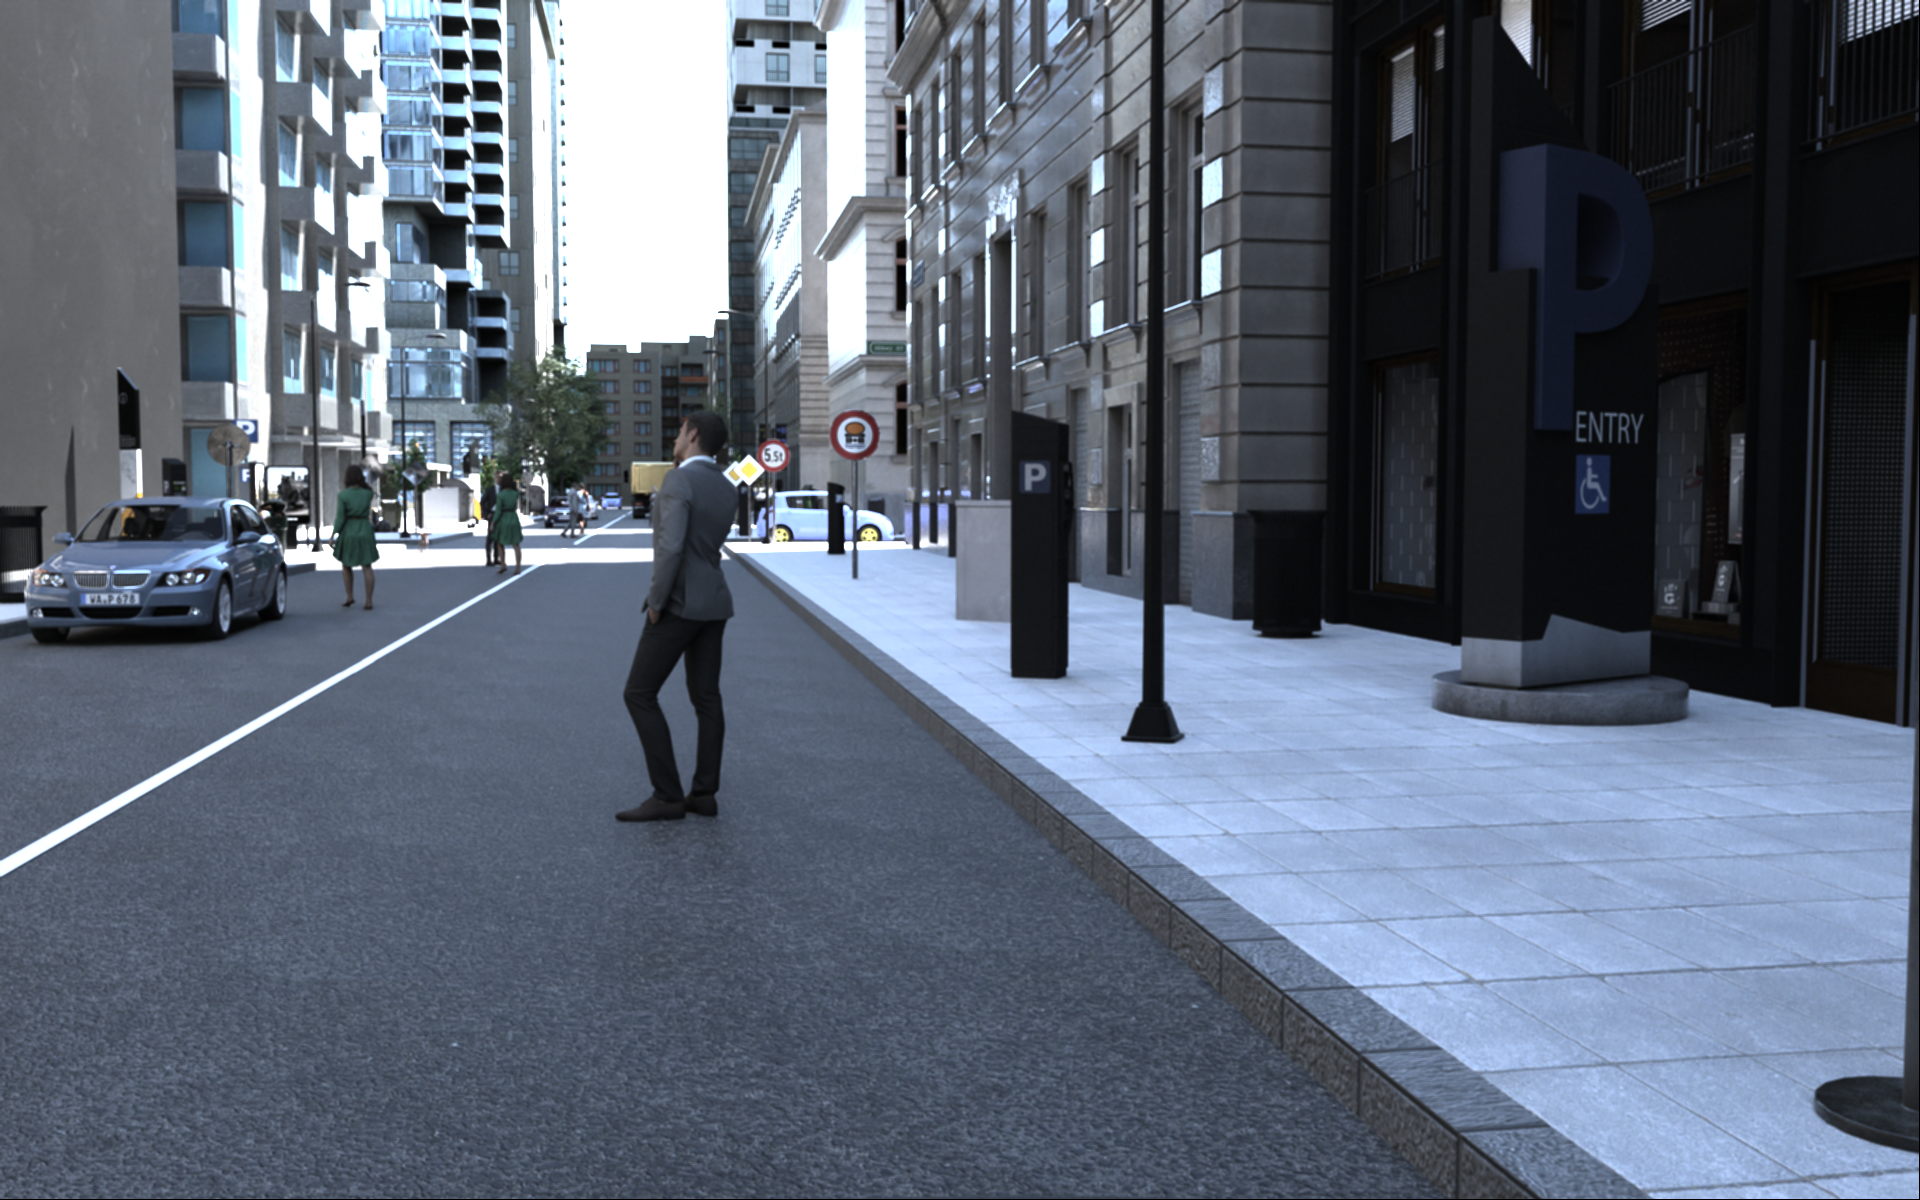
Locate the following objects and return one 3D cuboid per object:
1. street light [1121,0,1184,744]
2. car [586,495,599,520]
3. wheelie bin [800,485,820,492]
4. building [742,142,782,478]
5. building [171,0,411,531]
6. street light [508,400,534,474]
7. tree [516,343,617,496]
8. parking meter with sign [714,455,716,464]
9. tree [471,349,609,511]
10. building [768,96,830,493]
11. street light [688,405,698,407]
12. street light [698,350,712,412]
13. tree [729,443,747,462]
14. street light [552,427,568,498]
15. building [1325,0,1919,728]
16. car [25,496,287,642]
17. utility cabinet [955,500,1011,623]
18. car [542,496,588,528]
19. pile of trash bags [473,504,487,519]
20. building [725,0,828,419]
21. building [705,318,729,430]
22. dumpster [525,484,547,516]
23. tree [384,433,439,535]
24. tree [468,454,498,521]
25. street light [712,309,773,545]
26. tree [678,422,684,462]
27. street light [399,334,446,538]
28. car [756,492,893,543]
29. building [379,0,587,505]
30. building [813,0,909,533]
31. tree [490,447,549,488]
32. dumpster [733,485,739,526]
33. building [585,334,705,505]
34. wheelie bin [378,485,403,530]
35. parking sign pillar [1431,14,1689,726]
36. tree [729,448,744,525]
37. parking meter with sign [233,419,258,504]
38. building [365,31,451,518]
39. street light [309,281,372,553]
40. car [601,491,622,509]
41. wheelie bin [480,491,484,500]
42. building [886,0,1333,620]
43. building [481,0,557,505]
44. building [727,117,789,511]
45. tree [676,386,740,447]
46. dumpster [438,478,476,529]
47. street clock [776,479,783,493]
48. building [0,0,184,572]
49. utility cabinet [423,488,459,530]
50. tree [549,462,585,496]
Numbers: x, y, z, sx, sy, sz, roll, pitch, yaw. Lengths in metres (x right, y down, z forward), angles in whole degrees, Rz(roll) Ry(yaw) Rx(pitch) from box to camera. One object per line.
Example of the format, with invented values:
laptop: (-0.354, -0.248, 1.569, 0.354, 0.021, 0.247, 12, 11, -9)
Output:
street light: (0.476, -2.218, 8.808, 1.470, 5.913, 1.316, -1, 4, -10)
car: (-21.425, -5.225, 97.791, 2.083, 1.381, 4.827, -1, 4, -10)
wheelie bin: (-5.051, -3.039, 57.603, 0.693, 1.594, 0.980, -2, 4, -28)
building: (-5.283, -17.072, 112.413, 16.112, 22.955, 30.059, -1, 4, -10)
building: (-34.107, -27.165, 63.762, 23.786, 49.044, 30.456, -1, 4, -10)
street light: (-21.645, -6.895, 85.278, 1.470, 5.913, 1.316, -1, 4, -10)
tree: (-29.616, -12.978, 130.316, 7.486, 12.596, 7.792, 0, 3, 0)
parking meter with sign: (-10.747, -4.874, 75.953, 0.543, 3.016, 1.738, 0, 4, -7)
tree: (-26.843, -10.823, 111.361, 8.767, 10.594, 7.601, -2, 4, -25)
building: (-4.223, -14.609, 88.003, 9.793, 20.994, 18.267, -1, 4, -10)
street light: (-13.492, -7.211, 90.447, 1.470, 5.913, 1.316, -1, 4, -10)
street light: (-7.597, -5.102, 55.952, 1.470, 5.913, 1.316, -1, 4, -10)
tree: (-13.103, -6.836, 95.480, 4.285, 4.588, 4.351, 0, 3, 0)
street light: (-27.619, -9.001, 119.699, 1.470, 5.913, 1.316, -1, 4, -10)
building: (11.040, -11.019, 9.837, 12.332, 23.373, 15.834, -1, 4, -10)
car: (-8.369, -0.390, 18.384, 2.014, 1.417, 4.499, -1, 4, -10)
utility cabinet: (0.453, -0.385, 17.458, 1.020, 1.237, 0.306, 2, 4, 35)
car: (-16.941, -3.786, 74.488, 1.945, 1.354, 3.894, -1, 4, -11)
pile of trash bags: (-25.495, -4.731, 87.101, 1.912, 1.369, 3.447, 3, 5, 44)
building: (-7.315, -34.789, 158.044, 28.713, 52.752, 27.495, -1, 4, -10)
building: (-12.835, -20.894, 186.648, 27.650, 21.520, 28.899, -1, 4, -10)
dumpster: (-25.330, -5.964, 103.272, 1.264, 1.857, 1.865, -1, 4, -10)
tree: (-17.149, -3.678, 54.730, 1.663, 3.219, 1.824, 0, 3, 0)
tree: (-22.473, -5.378, 82.539, 1.663, 3.219, 1.824, 0, 3, 0)
street light: (-5.428, -4.357, 43.783, 1.470, 5.913, 1.316, -1, 4, -10)
tree: (-25.820, -13.264, 167.226, 4.360, 8.622, 3.978, 0, 3, 0)
street light: (-15.601, -4.755, 50.289, 1.470, 5.913, 1.316, -1, 4, -10)
car: (-3.657, -2.284, 46.932, 3.694, 1.707, 1.945, -1, 4, -11)
building: (-62.442, -55.261, 216.186, 31.000, 86.520, 22.319, -1, 4, -10)
building: (6.776, -16.880, 63.377, 23.554, 28.519, 14.401, -1, 4, -10)
tree: (-31.038, -8.291, 119.266, 4.285, 4.588, 4.351, 0, 3, 0)
dumpster: (-9.197, -3.834, 68.440, 1.264, 1.857, 1.865, -1, 4, -10)
building: (-33.224, -23.238, 224.976, 28.899, 21.520, 27.650, -1, 4, -10)
wheelie bin: (-20.540, -3.341, 62.534, 0.980, 1.594, 0.693, 0, 4, -1)
parking sign pillar: (3.549, -1.327, 10.174, 1.447, 3.967, 1.447, -3, 4, -37)
tree: (-9.463, -4.785, 72.837, 1.663, 3.219, 1.824, 0, 3, 0)
parking meter with sign: (-16.376, -2.661, 39.767, 0.543, 3.016, 1.738, -1, 4, -22)
building: (-46.315, -24.815, 97.614, 32.217, 40.220, 23.993, -1, 4, -10)
street light: (-13.538, -3.996, 37.870, 1.470, 5.913, 1.316, -1, 4, -10)
car: (-33.038, -9.470, 164.428, 1.945, 1.707, 3.694, -1, 4, -9)
wheelie bin: (-26.258, -5.290, 94.407, 0.980, 1.594, 0.693, 3, 5, 45)
building: (6.280, -14.212, 29.631, 12.463, 27.353, 25.104, -1, 4, -10)
building: (-56.106, -36.025, 178.244, 27.495, 52.752, 28.713, -1, 4, -10)
building: (-11.337, -22.341, 136.971, 14.160, 30.474, 14.107, -1, 4, -10)
tree: (-16.792, -10.204, 117.190, 4.737, 8.622, 4.395, 0, 3, 0)
dumpster: (-18.446, -3.527, 63.432, 1.264, 1.857, 1.865, -1, 4, -10)
street clock: (-8.927, -4.947, 85.450, 0.358, 2.002, 0.471, 1, 4, 18)
building: (-24.277, -12.320, 31.116, 15.834, 23.373, 12.332, -1, 4, -10)
utility cabinet: (-18.166, -3.175, 60.591, 1.173, 1.500, 0.318, -2, 4, -33)
tree: (-33.060, -9.842, 144.628, 4.285, 4.588, 4.351, 0, 3, 0)
